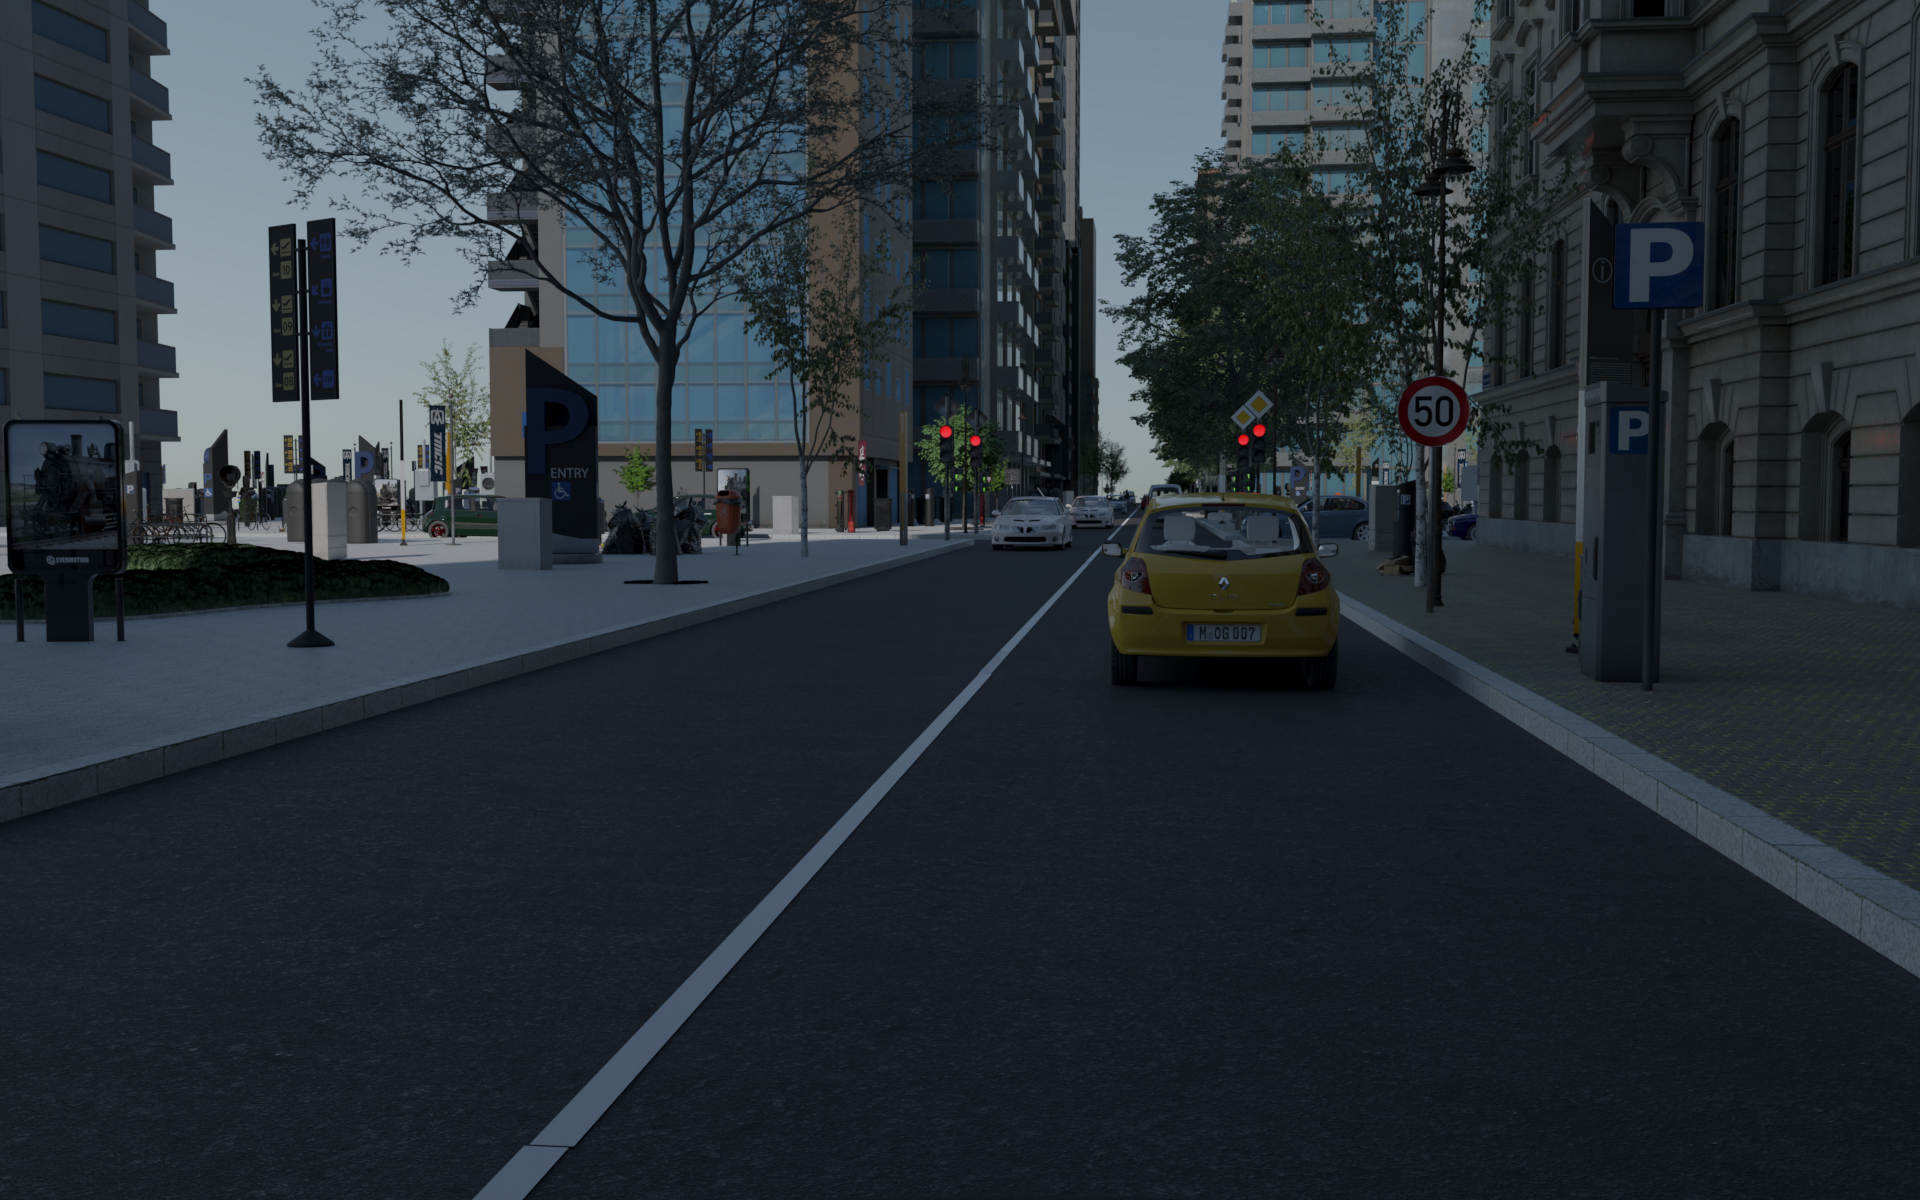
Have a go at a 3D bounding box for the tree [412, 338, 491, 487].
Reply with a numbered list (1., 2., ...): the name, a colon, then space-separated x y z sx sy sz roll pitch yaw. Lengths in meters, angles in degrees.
1. tree: -23.757 -8.082 82.510 4.737 8.622 4.395 0 3 0

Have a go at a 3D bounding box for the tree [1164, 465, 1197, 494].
1. tree: 25.060 -12.910 194.793 4.285 4.588 4.351 0 3 0

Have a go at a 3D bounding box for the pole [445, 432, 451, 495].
1. pole: -16.808 -3.869 57.098 0.158 3.312 0.155 0 3 0

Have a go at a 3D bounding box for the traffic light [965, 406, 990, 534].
1. traffic light: 0.541 -4.076 55.567 0.839 4.253 0.868 0 4 6

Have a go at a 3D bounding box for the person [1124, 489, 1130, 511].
1. person: 13.838 -8.285 143.982 0.705 1.821 1.348 2 4 35

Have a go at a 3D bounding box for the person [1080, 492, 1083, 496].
1. person: 14.456 -12.211 208.878 1.217 1.736 0.721 0 4 7

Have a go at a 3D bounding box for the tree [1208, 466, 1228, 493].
1. tree: 19.140 -11.104 131.917 4.360 8.622 3.978 0 3 0

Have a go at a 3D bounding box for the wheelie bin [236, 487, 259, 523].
1. wheelie bin: -31.827 -4.257 77.503 0.693 1.594 0.980 3 4 38

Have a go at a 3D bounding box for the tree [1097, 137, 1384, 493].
1. tree: 10.078 -9.483 61.699 9.857 13.997 8.962 0 3 0

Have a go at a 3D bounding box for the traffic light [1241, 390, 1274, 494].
1. traffic light: 8.028 -3.536 46.727 0.839 4.253 0.868 0 4 6

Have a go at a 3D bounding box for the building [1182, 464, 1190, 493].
1. building: 42.726 -31.091 280.030 14.160 30.474 14.107 0 4 6

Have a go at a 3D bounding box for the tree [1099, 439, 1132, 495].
1. tree: 24.848 -21.606 287.662 8.767 10.594 7.601 3 5 42

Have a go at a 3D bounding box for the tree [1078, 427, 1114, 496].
1. tree: 14.781 -14.598 189.039 4.360 8.622 3.978 0 3 0

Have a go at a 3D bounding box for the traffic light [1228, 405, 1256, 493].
1. traffic light: 8.903 -4.021 54.664 0.839 4.253 0.868 0 4 6

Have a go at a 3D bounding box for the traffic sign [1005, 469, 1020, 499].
1. traffic sign: 2.113 -4.164 70.219 0.606 2.300 0.079 1 4 10

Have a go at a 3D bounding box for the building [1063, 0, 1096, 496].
1. building: 7.433 -48.199 226.299 20.563 71.187 20.611 0 4 6

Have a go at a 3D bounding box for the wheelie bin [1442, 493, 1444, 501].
1. wheelie bin: 28.467 -5.850 103.555 0.980 1.594 0.693 -2 4 -32

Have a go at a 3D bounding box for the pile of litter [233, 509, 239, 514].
1. pile of litter: -47.244 -6.079 113.358 1.176 0.858 1.719 0 4 1

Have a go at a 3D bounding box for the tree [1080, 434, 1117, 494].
1. tree: 15.856 -15.665 206.479 4.737 8.622 4.395 0 3 0

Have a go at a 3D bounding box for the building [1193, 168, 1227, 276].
1. building: 41.885 -35.056 227.789 22.147 44.769 28.867 0 4 6

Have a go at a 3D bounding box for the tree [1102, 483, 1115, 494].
1. tree: 21.640 -15.936 255.147 1.663 3.219 1.824 0 3 0

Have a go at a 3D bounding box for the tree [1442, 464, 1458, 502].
1. tree: 31.037 -7.047 109.811 1.663 3.219 1.824 0 3 0

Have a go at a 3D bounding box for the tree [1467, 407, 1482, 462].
1. tree: 37.246 -10.486 121.805 4.737 8.622 4.395 0 3 0

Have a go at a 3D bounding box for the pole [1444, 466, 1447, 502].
1. pole: 34.765 -7.963 124.032 0.158 3.312 0.155 0 3 0

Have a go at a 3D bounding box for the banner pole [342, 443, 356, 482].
1. banner pole: -29.900 -5.811 85.023 0.863 3.779 0.401 -3 5 -41

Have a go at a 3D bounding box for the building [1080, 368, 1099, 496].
1. building: 6.052 -24.962 253.172 27.650 21.520 28.899 0 4 6

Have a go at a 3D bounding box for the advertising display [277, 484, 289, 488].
1. advertising display: -42.716 -6.386 109.622 0.974 1.923 0.123 0 4 -4

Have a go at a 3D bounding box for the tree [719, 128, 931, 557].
1. tree: -2.990 -5.178 35.023 4.360 8.622 3.978 0 3 0

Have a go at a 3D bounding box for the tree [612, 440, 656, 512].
1. tree: -11.401 -4.086 61.413 1.663 3.219 1.824 0 3 0

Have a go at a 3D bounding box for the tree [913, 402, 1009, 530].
1. tree: 0.063 -4.778 61.833 4.285 4.588 4.351 0 3 0

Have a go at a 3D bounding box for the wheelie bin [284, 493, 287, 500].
1. wheelie bin: -28.096 -3.992 73.175 0.980 1.594 0.693 1 4 22

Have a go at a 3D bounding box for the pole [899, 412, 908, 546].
1. pole: -1.401 -3.009 43.044 0.158 3.312 0.155 0 3 0

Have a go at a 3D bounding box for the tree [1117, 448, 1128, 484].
1. tree: 23.932 -19.530 269.673 4.737 8.622 4.395 0 3 0

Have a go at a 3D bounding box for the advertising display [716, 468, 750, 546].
1. advertising display: -5.586 -2.293 42.706 0.974 1.923 0.123 2 4 32

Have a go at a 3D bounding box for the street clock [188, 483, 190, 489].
1. street clock: -51.441 -6.801 115.759 0.358 2.002 0.471 -2 4 -26

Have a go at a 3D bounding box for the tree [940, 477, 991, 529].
1. tree: 0.087 -4.284 64.638 1.663 3.219 1.824 0 3 0

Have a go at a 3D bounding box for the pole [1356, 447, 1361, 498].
1. pole: 17.128 -4.932 74.475 0.158 3.312 0.155 0 3 0

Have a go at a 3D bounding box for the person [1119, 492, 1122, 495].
1. person: 22.561 -14.256 242.298 0.721 1.736 1.217 3 4 39

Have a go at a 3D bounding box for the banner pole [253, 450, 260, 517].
1. banner pole: -40.319 -6.680 99.231 0.863 3.779 0.401 2 4 35

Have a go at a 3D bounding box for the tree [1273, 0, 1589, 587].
1. tree: 6.340 -4.477 23.556 4.360 8.622 3.978 0 3 0

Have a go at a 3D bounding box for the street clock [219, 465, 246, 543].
1. street clock: -18.030 -2.340 42.823 0.471 2.002 0.358 0 4 -8

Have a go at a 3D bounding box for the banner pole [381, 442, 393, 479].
1. banner pole: -27.269 -5.663 82.599 0.401 3.779 0.863 2 4 29

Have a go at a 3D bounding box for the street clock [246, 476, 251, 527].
1. street clock: -28.042 -3.885 68.087 0.358 2.002 0.471 -2 4 -31

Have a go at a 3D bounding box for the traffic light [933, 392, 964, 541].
1. traffic light: -0.334 -3.591 47.630 0.839 4.253 0.868 0 4 6

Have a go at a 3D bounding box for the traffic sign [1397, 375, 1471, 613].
1. traffic sign: 5.092 -1.136 18.687 0.768 2.556 0.104 1 4 9

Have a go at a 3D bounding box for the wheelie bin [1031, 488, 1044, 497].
1. wheelie bin: 4.004 -4.982 89.370 0.693 1.594 0.980 0 4 8

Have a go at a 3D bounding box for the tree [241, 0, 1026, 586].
1. tree: -4.243 -6.981 24.517 12.009 13.543 11.850 0 3 0

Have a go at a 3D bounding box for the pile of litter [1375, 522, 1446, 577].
1. pile of litter: 7.165 -0.839 27.680 1.719 0.858 1.176 -3 5 -45

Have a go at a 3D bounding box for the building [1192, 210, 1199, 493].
1. building: 40.413 -34.626 249.735 14.154 41.232 14.086 0 4 6

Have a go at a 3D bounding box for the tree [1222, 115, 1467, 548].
1. tree: 7.407 -5.154 34.636 4.737 8.622 4.395 0 3 0

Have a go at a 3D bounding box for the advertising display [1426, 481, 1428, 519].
1. advertising display: 23.797 -5.035 87.528 0.974 1.923 0.123 3 5 44

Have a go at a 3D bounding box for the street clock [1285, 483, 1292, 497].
1. street clock: 21.507 -6.668 113.587 0.358 2.002 0.471 3 5 45

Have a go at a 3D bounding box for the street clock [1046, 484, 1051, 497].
1. street clock: 6.321 -7.268 123.409 0.358 2.002 0.471 1 4 16

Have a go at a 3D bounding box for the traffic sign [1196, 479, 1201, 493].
1. traffic sign: 16.456 -7.121 118.552 0.606 2.300 0.079 0 4 7

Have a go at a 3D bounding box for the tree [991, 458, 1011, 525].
1. tree: 1.005 -4.791 72.934 1.663 3.219 1.824 0 3 0

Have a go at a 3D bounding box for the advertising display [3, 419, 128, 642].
1. advertising display: -7.748 -0.600 15.027 0.974 1.923 0.123 0 4 -3

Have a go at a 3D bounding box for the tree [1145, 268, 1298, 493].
1. tree: 12.752 -10.279 86.192 7.486 12.596 7.792 0 3 0

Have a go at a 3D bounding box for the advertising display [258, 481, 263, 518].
1. advertising display: -34.996 -4.982 86.674 0.123 1.923 0.974 -1 4 -19

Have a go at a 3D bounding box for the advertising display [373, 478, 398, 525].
1. advertising display: -23.732 -4.061 71.603 0.974 1.923 0.123 -2 4 -28
